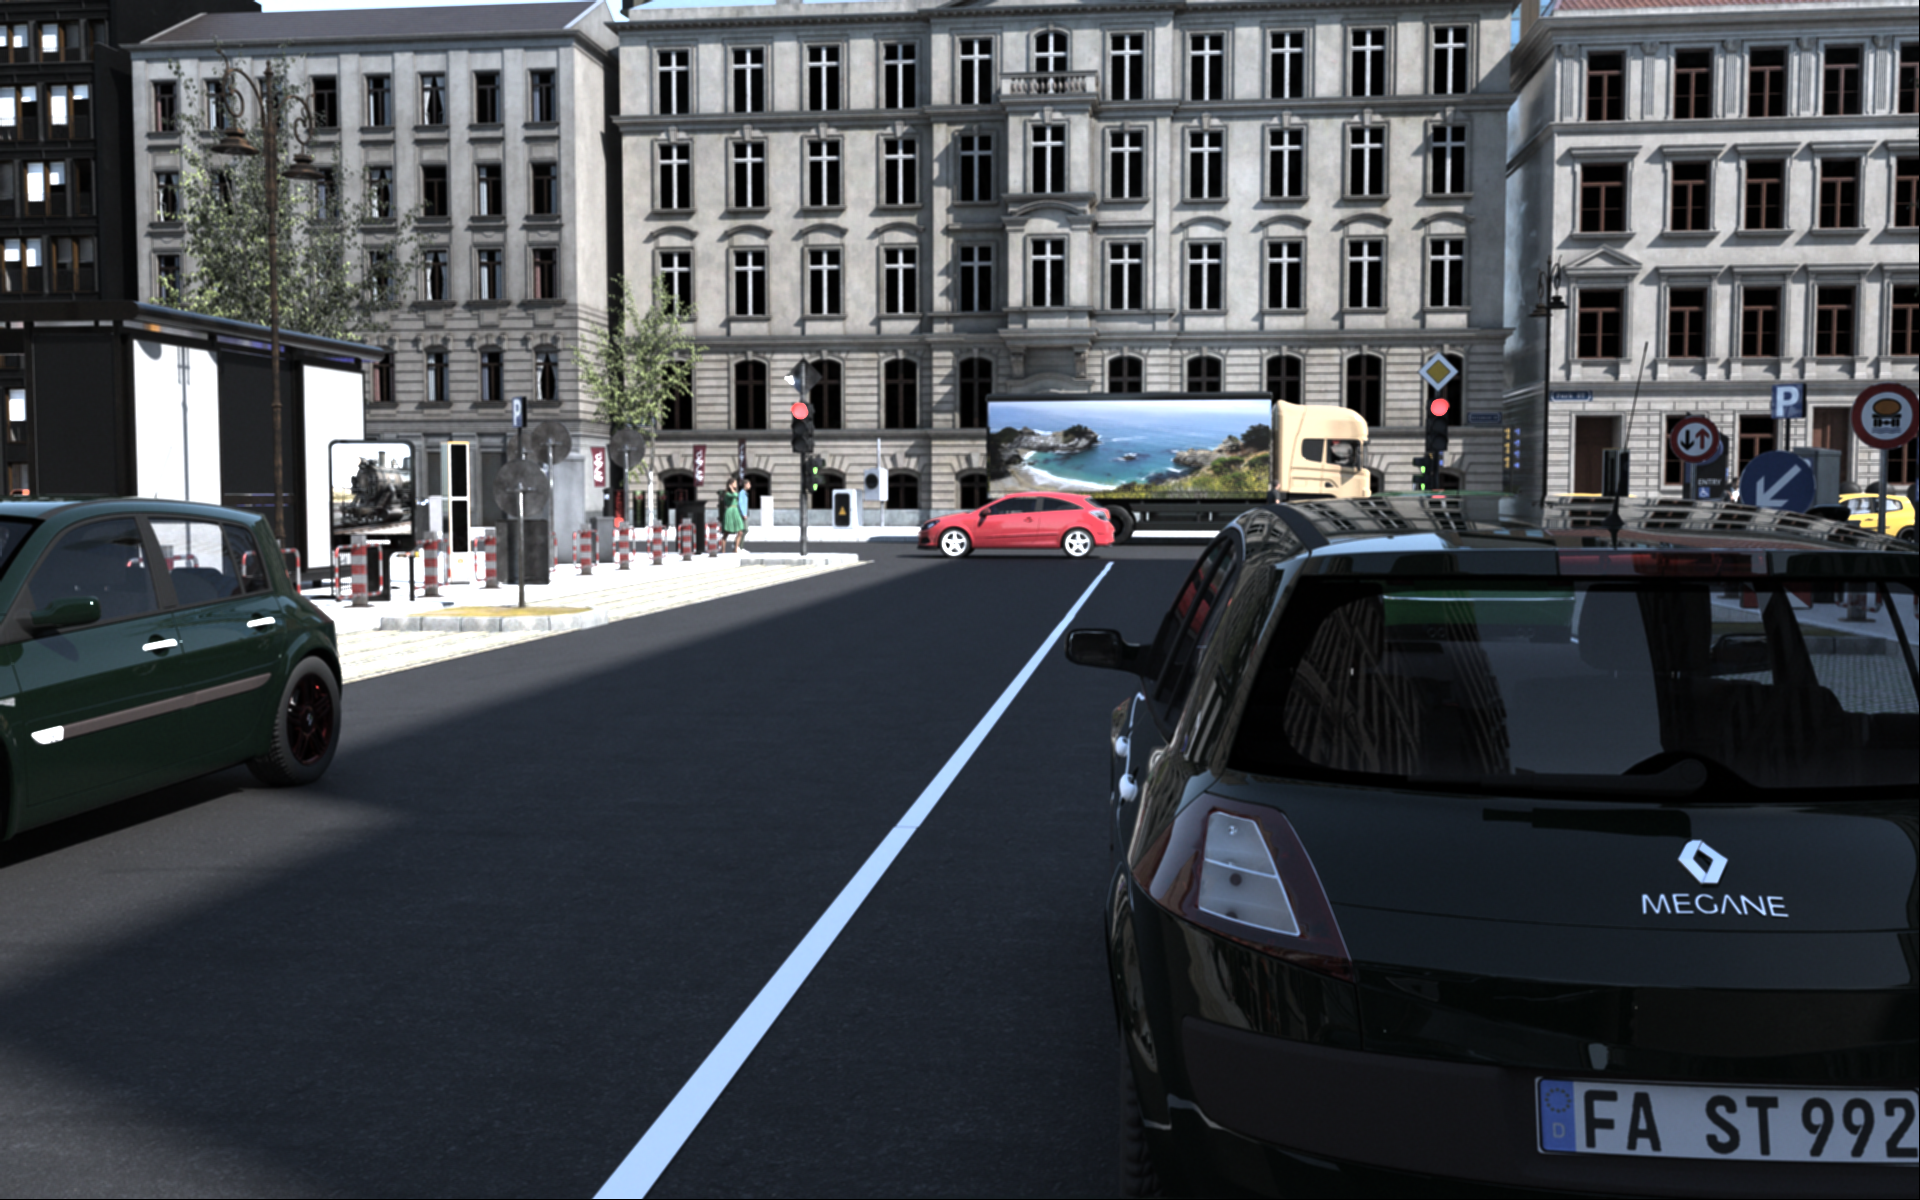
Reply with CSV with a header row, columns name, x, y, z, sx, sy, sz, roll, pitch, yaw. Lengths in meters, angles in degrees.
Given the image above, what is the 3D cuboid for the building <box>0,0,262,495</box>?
name,x,y,z,sx,sy,sz,roll,pitch,yaw
building,-40.124,-14.933,73.827,15.834,23.373,12.332,0,4,7

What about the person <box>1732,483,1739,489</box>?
name,x,y,z,sx,sy,sz,roll,pitch,yaw
person,18.350,-1.971,40.846,0.598,1.807,0.434,0,4,4

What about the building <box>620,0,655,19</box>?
name,x,y,z,sx,sy,sz,roll,pitch,yaw
building,-14.895,-29.708,140.350,22.147,44.769,28.867,0,4,7

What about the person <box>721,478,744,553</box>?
name,x,y,z,sx,sy,sz,roll,pitch,yaw
person,-5.194,-1.872,39.361,0.529,1.795,0.600,1,4,13

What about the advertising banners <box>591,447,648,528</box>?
name,x,y,z,sx,sy,sz,roll,pitch,yaw
advertising banners,-12.731,-4.192,64.727,2.074,3.025,0.090,-1,4,-14

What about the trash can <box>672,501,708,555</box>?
name,x,y,z,sx,sy,sz,roll,pitch,yaw
trash can,-5.666,-1.514,36.403,0.748,1.137,0.748,0,3,0

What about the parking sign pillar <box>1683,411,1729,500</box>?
name,x,y,z,sx,sy,sz,roll,pitch,yaw
parking sign pillar,24.128,-4.132,56.037,1.447,3.967,1.447,2,4,34

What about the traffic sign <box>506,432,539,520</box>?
name,x,y,z,sx,sy,sz,roll,pitch,yaw
traffic sign,-8.960,-2.170,35.581,0.768,2.556,0.104,1,4,10

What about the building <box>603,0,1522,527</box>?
name,x,y,z,sx,sy,sz,roll,pitch,yaw
building,4.073,-15.410,71.038,34.723,24.649,14.460,0,4,7

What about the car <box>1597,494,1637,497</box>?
name,x,y,z,sx,sy,sz,roll,pitch,yaw
car,17.828,-2.209,46.337,3.980,1.641,2.015,0,4,5

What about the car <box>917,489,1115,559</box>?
name,x,y,z,sx,sy,sz,roll,pitch,yaw
car,1.255,-1.847,39.231,4.494,1.783,2.155,0,4,6

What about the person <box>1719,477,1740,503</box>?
name,x,y,z,sx,sy,sz,roll,pitch,yaw
person,17.893,-1.937,40.138,0.622,1.834,0.822,-1,4,-14

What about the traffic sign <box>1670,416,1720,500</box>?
name,x,y,z,sx,sy,sz,roll,pitch,yaw
traffic sign,11.968,-1.724,28.286,0.768,2.556,0.104,1,4,12

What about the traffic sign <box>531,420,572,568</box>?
name,x,y,z,sx,sy,sz,roll,pitch,yaw
traffic sign,-7.059,-1.821,29.885,0.768,2.556,0.104,1,4,14

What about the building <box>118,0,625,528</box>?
name,x,y,z,sx,sy,sz,roll,pitch,yaw
building,-22.653,-13.553,70.738,18.267,20.994,9.793,0,4,7

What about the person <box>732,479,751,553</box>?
name,x,y,z,sx,sy,sz,roll,pitch,yaw
person,-5.250,-2.006,41.639,0.444,1.785,0.601,0,4,8

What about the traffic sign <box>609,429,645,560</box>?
name,x,y,z,sx,sy,sz,roll,pitch,yaw
traffic sign,-6.483,-2.054,33.684,0.768,2.556,0.104,1,4,15

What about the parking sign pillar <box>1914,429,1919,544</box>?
name,x,y,z,sx,sy,sz,roll,pitch,yaw
parking sign pillar,14.625,-2.239,25.085,1.447,3.967,1.447,1,4,16

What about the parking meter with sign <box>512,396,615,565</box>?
name,x,y,z,sx,sy,sz,roll,pitch,yaw
parking meter with sign,-7.211,-2.162,31.605,1.738,3.016,0.543,-2,4,-33

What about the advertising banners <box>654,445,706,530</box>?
name,x,y,z,sx,sy,sz,roll,pitch,yaw
advertising banners,-9.940,-4.003,61.637,2.074,3.025,0.090,1,4,19

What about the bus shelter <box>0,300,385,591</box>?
name,x,y,z,sx,sy,sz,roll,pitch,yaw
bus shelter,-9.735,-2.613,20.347,2.179,5.291,8.768,0,4,7

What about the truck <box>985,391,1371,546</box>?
name,x,y,z,sx,sy,sz,roll,pitch,yaw
truck,6.444,-3.665,48.829,11.283,4.237,2.839,0,4,8

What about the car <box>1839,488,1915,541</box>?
name,x,y,z,sx,sy,sz,roll,pitch,yaw
car,23.403,-2.187,45.980,3.980,1.641,2.015,0,4,5

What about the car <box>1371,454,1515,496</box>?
name,x,y,z,sx,sy,sz,roll,pitch,yaw
car,4.496,-0.466,16.412,1.959,1.807,4.718,0,4,6

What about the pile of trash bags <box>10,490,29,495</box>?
name,x,y,z,sx,sy,sz,roll,pitch,yaw
pile of trash bags,-20.506,-1.609,36.063,3.447,1.369,1.912,1,4,20

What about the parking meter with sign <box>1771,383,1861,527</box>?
name,x,y,z,sx,sy,sz,roll,pitch,yaw
parking meter with sign,13.819,-1.934,27.889,1.738,3.016,0.543,-2,4,-30

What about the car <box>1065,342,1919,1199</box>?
name,x,y,z,sx,sy,sz,roll,pitch,yaw
car,1.255,0.328,4.422,2.009,1.686,4.222,0,4,5

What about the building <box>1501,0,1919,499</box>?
name,x,y,z,sx,sy,sz,roll,pitch,yaw
building,31.611,-14.062,66.077,21.152,22.565,11.583,0,4,7

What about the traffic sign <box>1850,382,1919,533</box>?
name,x,y,z,sx,sy,sz,roll,pitch,yaw
traffic sign,10.547,-1.204,19.797,0.768,2.556,0.104,1,4,10

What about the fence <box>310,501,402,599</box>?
name,x,y,z,sx,sy,sz,roll,pitch,yaw
fence,-7.747,-0.677,22.269,0.480,1.192,2.264,0,4,-2

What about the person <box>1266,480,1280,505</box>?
name,x,y,z,sx,sy,sz,roll,pitch,yaw
person,8.306,-2.254,45.488,0.434,1.807,0.598,0,4,-8

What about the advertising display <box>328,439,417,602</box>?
name,x,y,z,sx,sy,sz,roll,pitch,yaw
advertising display,-6.977,-0.941,20.602,0.974,1.923,0.123,-1,4,-8

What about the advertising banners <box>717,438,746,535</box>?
name,x,y,z,sx,sy,sz,roll,pitch,yaw
advertising banners,-7.219,-3.583,54.767,0.090,3.025,2.074,-2,4,-32

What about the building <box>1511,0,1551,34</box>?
name,x,y,z,sx,sy,sz,roll,pitch,yaw
building,40.919,-29.162,126.913,14.600,45.320,14.200,0,4,7

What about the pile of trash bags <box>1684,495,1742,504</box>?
name,x,y,z,sx,sy,sz,roll,pitch,yaw
pile of trash bags,13.491,-1.308,31.133,3.447,1.369,1.912,-3,4,-38

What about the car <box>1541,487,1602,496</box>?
name,x,y,z,sx,sy,sz,roll,pitch,yaw
car,15.456,-1.937,41.894,3.980,1.641,2.015,0,4,7

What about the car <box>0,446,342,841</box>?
name,x,y,z,sx,sy,sz,roll,pitch,yaw
car,-4.212,0.153,7.285,2.009,1.686,4.222,0,4,7
